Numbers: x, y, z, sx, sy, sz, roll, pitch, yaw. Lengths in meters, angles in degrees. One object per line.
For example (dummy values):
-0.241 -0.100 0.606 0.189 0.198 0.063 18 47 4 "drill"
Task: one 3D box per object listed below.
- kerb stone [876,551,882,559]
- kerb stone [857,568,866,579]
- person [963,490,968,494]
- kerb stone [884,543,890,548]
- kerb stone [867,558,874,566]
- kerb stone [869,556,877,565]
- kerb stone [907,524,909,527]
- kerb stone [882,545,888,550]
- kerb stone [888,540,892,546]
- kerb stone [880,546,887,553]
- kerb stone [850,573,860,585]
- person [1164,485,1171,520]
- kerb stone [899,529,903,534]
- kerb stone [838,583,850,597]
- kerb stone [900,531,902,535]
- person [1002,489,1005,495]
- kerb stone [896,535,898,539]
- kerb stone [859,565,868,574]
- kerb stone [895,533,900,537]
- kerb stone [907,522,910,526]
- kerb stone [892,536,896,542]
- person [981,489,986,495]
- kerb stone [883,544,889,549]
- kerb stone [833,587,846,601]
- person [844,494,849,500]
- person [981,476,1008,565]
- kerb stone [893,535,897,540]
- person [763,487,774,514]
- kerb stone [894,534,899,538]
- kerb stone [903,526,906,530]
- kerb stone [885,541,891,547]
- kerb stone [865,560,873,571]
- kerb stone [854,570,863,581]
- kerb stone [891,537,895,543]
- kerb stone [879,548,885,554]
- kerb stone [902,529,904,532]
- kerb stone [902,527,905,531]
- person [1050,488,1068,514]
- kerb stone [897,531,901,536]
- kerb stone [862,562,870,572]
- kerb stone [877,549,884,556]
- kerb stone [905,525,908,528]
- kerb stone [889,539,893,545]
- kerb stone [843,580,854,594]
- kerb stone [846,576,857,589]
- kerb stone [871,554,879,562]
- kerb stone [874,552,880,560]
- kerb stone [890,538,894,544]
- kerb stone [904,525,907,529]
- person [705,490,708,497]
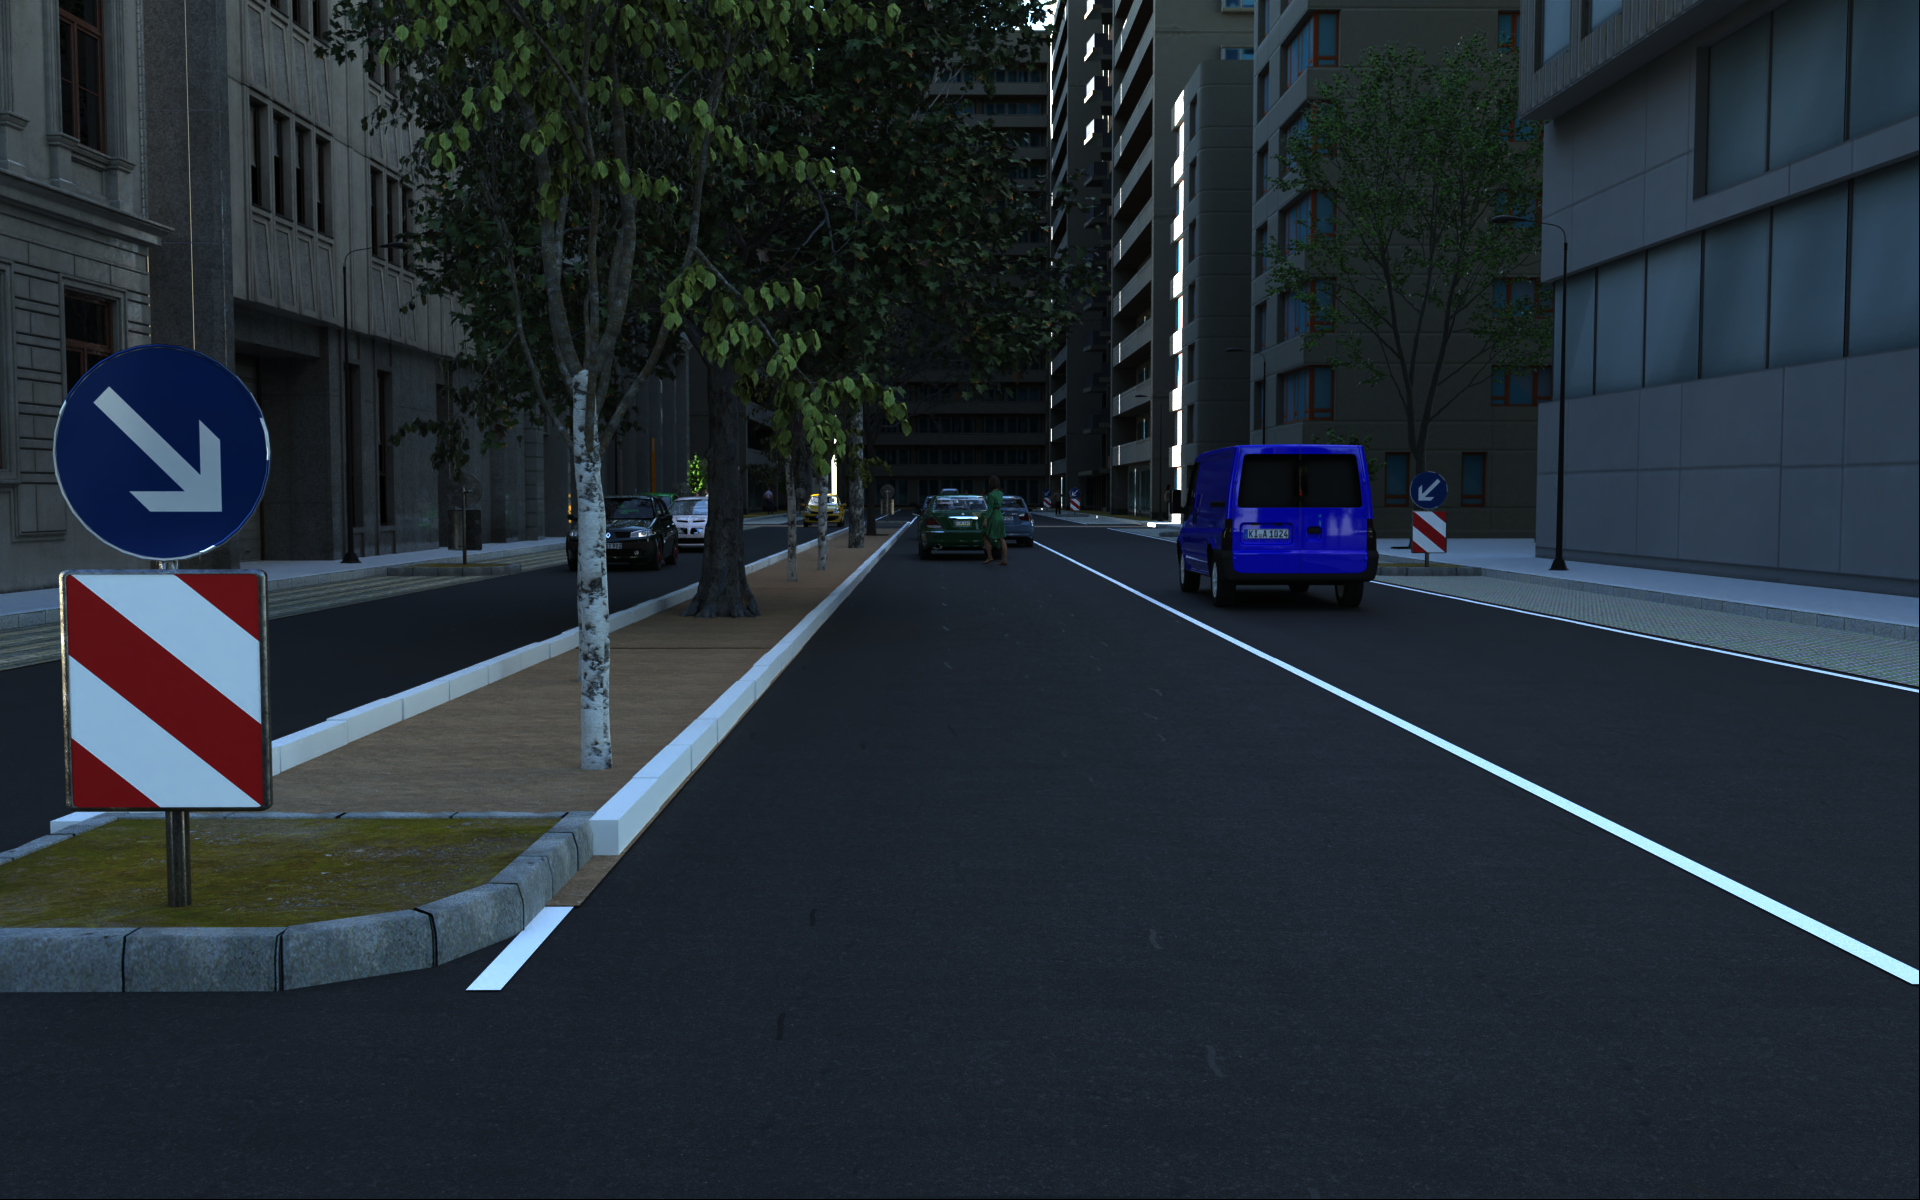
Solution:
-1.800 -0.907 37.022 0.120 0.150 1.000 0 4 -1 "kerb stone"
-1.687 -0.401 28.829 0.120 0.150 1.000 0 4 -1 "kerb stone"
0.377 -4.952 90.935 0.593 1.643 0.415 -1 4 -22 "person"
-1.883 -1.279 43.171 0.120 0.150 1.000 0 4 -1 "kerb stone"
-1.754 -0.656 32.922 0.120 0.150 1.000 0 4 -1 "kerb stone"
-1.759 -0.716 33.949 0.120 0.150 1.000 0 4 -1 "kerb stone"
-2.210 -2.849 68.777 0.120 0.150 1.000 0 4 -1 "kerb stone"
-1.845 -1.158 41.121 0.120 0.150 1.000 0 4 -1 "kerb stone"
-1.915 -1.408 45.217 0.120 0.150 1.000 0 4 -1 "kerb stone"
-1.834 -1.095 40.099 0.120 0.150 1.000 0 4 -1 "kerb stone"
-1.664 -0.281 26.784 0.120 0.150 1.000 0 4 -1 "kerb stone"
10.279 -4.761 84.611 0.721 1.735 1.217 2 4 33 "person"
-2.076 -2.222 58.524 0.120 0.150 1.000 0 4 -1 "kerb stone"
-1.624 -0.093 23.716 0.120 0.150 1.000 0 4 -1 "kerb stone"
-2.049 -2.096 56.479 0.120 0.150 1.000 0 4 -1 "kerb stone"
3.327 -7.655 133.738 0.705 1.814 1.350 -2 4 -34 "person"
-1.984 -1.776 51.354 0.120 0.150 1.000 0 4 -1 "kerb stone"
-1.704 -0.468 29.851 0.120 0.150 1.000 0 4 -1 "kerb stone"
-2.011 -1.909 53.402 0.120 0.150 1.000 0 4 -1 "kerb stone"
-2.253 -3.036 71.853 0.120 0.150 1.000 0 4 -1 "kerb stone"
-1.953 -1.658 49.309 0.120 0.150 1.000 0 4 -1 "kerb stone"
1.591 -6.278 111.868 1.217 1.743 0.721 -2 4 -35 "person"
-1.868 -1.220 42.145 0.120 0.150 1.000 0 4 -1 "kerb stone"
-1.614 -0.031 22.694 0.120 0.150 1.000 0 4 -1 "kerb stone"
-9.643 -8.850 153.227 1.348 1.821 0.705 -2 4 -34 "person"
0.701 -1.600 34.904 0.529 1.795 0.600 1 4 23 "person"
-1.969 -1.721 50.331 0.120 0.150 1.000 0 4 -1 "kerb stone"
-12.268 -6.386 111.398 0.756 1.711 0.436 3 5 39 "person"
-1.999 -1.846 52.376 0.120 0.150 1.000 0 4 -1 "kerb stone"
-2.146 -2.535 63.659 0.120 0.150 1.000 0 4 -1 "kerb stone"
-1.899 -1.345 44.193 0.120 0.150 1.000 0 4 -1 "kerb stone"
-1.727 -0.594 31.900 0.120 0.150 1.000 0 4 -1 "kerb stone"
-1.678 -0.343 27.807 0.120 0.150 1.000 0 4 -1 "kerb stone"
-1.947 -1.594 48.287 0.120 0.150 1.000 0 4 -1 "kerb stone"
-1.827 -1.032 39.070 0.120 0.150 1.000 0 4 -1 "kerb stone"
-2.096 -2.283 59.553 0.120 0.150 1.000 0 4 -1 "kerb stone"
-2.117 -2.410 61.604 0.120 0.150 1.000 0 4 -1 "kerb stone"
6.533 -6.512 114.977 1.348 1.823 0.705 -1 4 -20 "person"
-2.036 -2.034 55.457 0.120 0.150 1.000 0 4 -1 "kerb stone"
-1.721 -0.530 30.874 0.120 0.150 1.000 0 4 -1 "kerb stone"
-1.809 -0.968 38.044 0.120 0.150 1.000 0 4 -1 "kerb stone"
-2.183 -2.724 66.727 0.120 0.150 1.000 0 4 -1 "kerb stone"
-1.918 -1.471 46.243 0.120 0.150 1.000 0 4 -1 "kerb stone"
-1.633 -0.156 24.739 0.120 0.150 1.000 0 4 -1 "kerb stone"
-1.649 -0.218 25.762 0.120 0.150 1.000 0 4 -1 "kerb stone"
-1.774 -0.782 34.976 0.120 0.150 1.000 0 4 -1 "kerb stone"
-1.786 -0.844 35.998 0.120 0.150 1.000 0 4 -1 "kerb stone"
-1.935 -1.533 47.265 0.120 0.150 1.000 0 4 -1 "kerb stone"
-2.176 -2.661 65.705 0.120 0.150 1.000 0 4 -1 "kerb stone"
-11.765 -4.433 81.112 0.503 1.515 0.523 2 4 26 "person"
